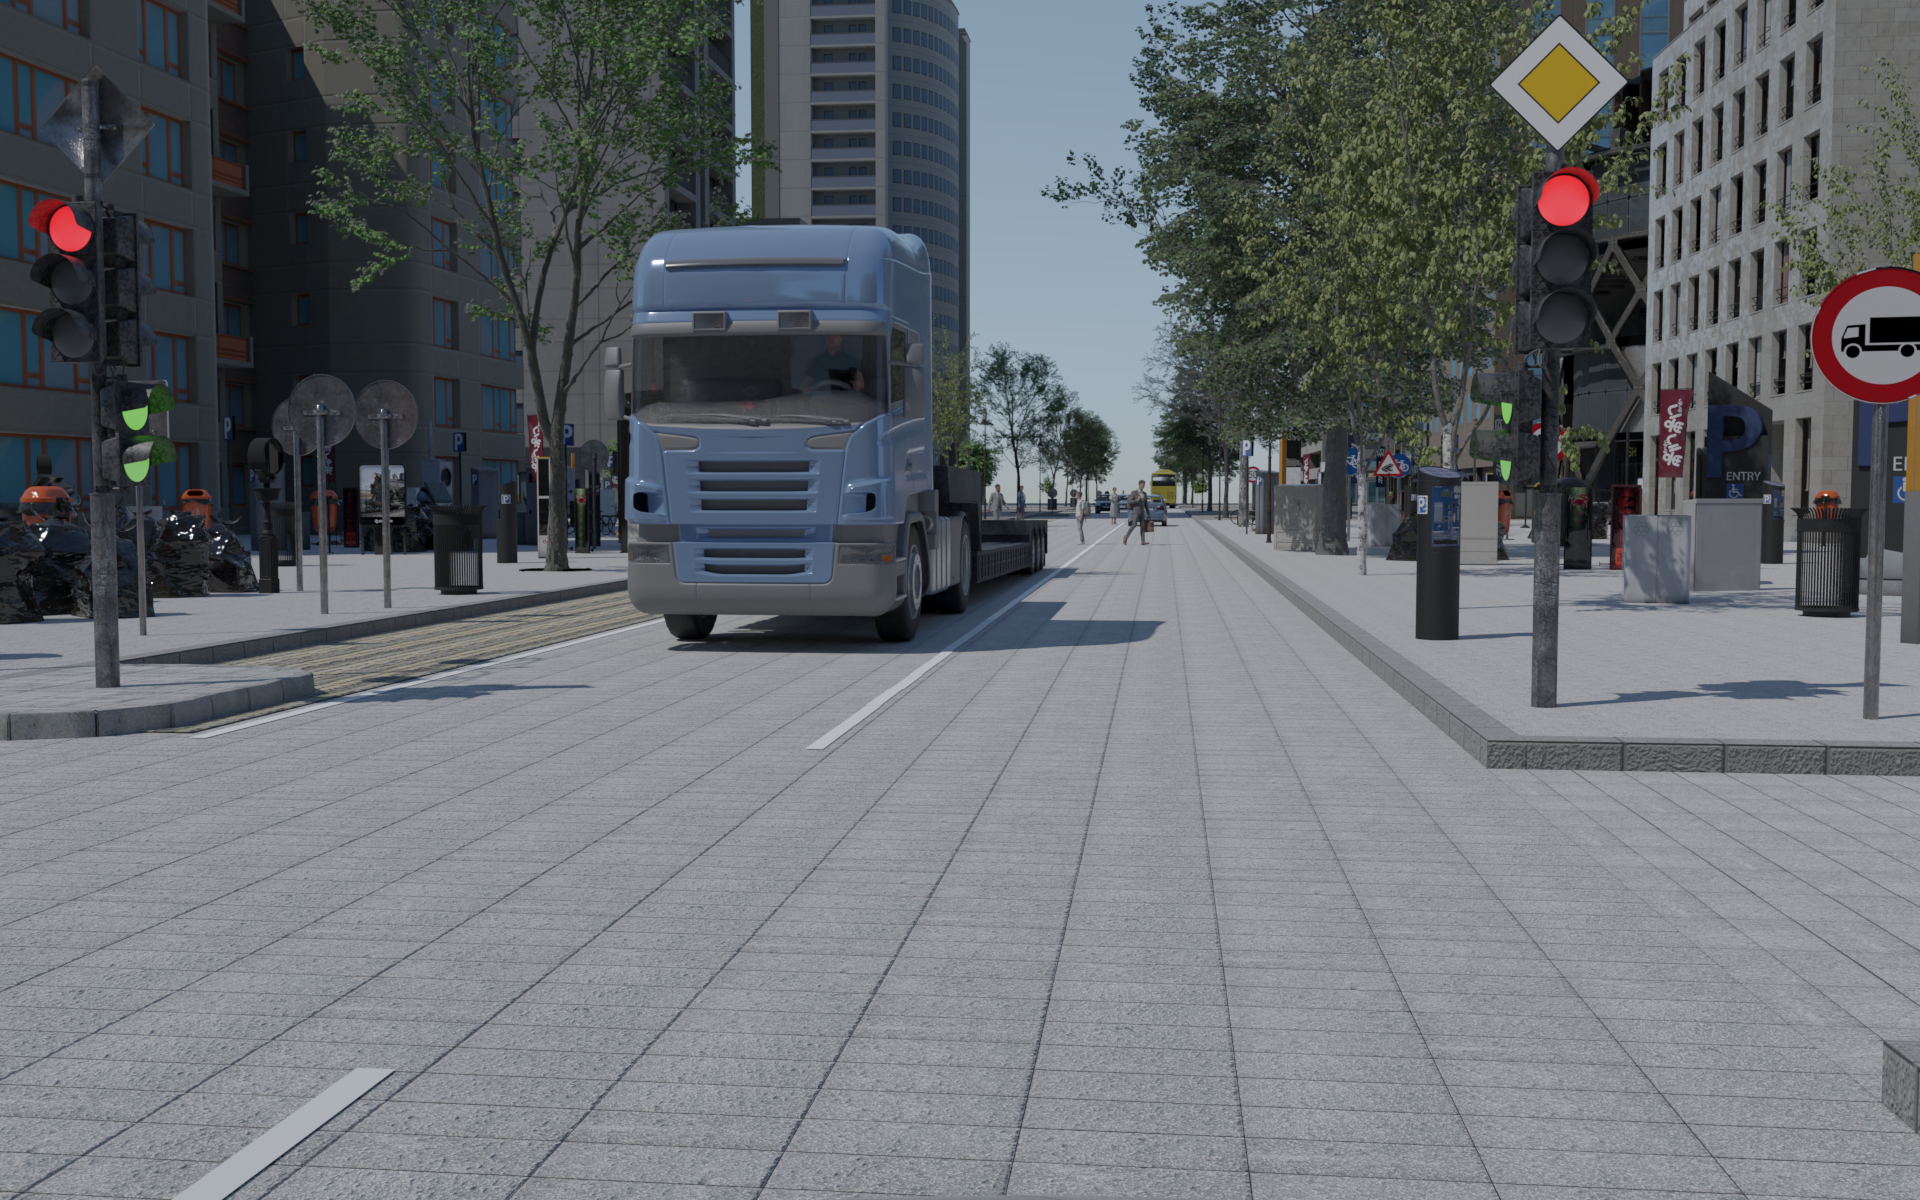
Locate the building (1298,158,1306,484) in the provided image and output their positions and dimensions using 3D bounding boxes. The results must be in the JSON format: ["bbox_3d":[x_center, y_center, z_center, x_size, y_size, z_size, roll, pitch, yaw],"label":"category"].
[{"bbox_3d":[53.528,-36.109,214.077,21.300,48.544,21.600,0,4,7],"label":"building"}]

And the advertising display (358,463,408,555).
[{"bbox_3d":[-12.166,-1.915,36.517,0.974,1.923,0.123,-1,4,-9],"label":"advertising display"}]

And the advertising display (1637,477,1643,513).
[{"bbox_3d":[26.278,-3.737,66.305,0.123,1.923,0.974,-1,4,-18],"label":"advertising display"}]

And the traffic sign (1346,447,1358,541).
[{"bbox_3d":[10.566,-2.870,47.027,0.768,2.556,0.104,1,4,15],"label":"traffic sign"}]

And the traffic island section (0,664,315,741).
[{"bbox_3d":[-5.685,0.658,11.529,2.009,0.180,2.903,0,4,7],"label":"traffic island section"}]

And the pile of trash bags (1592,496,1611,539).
[{"bbox_3d":[17.698,-2.397,48.944,1.912,1.369,3.447,-1,4,-22],"label":"pile of trash bags"}]

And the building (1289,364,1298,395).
[{"bbox_3d":[51.375,-28.249,233.570,14.160,30.474,14.107,0,4,7],"label":"building"}]

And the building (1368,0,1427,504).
[{"bbox_3d":[43.204,-28.984,128.521,22.147,44.769,28.867,0,4,7],"label":"building"}]

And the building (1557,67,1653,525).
[{"bbox_3d":[33.912,-12.623,73.837,16.820,18.784,16.811,0,4,7],"label":"building"}]

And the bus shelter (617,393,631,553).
[{"bbox_3d":[-6.296,-3.022,40.697,1.731,3.624,6.357,0,4,7],"label":"bus shelter"}]

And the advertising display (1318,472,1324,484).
[{"bbox_3d":[10.447,-2.746,50.112,0.123,1.923,0.974,0,4,6],"label":"advertising display"}]

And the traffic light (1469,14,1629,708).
[{"bbox_3d":[3.504,-1.310,10.335,0.839,4.253,0.868,0,4,7],"label":"traffic light"}]

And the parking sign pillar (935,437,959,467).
[{"bbox_3d":[-0.641,-5.661,81.033,1.447,3.967,1.447,3,5,43],"label":"parking sign pillar"}]

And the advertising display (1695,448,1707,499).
[{"bbox_3d":[10.435,-1.175,24.433,0.123,1.923,0.974,1,4,22],"label":"advertising display"}]

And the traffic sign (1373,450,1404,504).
[{"bbox_3d":[12.605,-3.121,51.026,0.884,2.594,0.081,1,4,15],"label":"traffic sign"}]

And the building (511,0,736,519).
[{"bbox_3d":[-21.745,-40.349,97.960,20.563,71.187,20.611,0,4,7],"label":"building"}]

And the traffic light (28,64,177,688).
[{"bbox_3d":[-5.647,-1.374,11.389,0.839,4.253,0.868,0,4,7],"label":"traffic light"}]

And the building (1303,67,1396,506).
[{"bbox_3d":[50.417,-34.803,192.733,21.300,48.544,21.600,0,4,7],"label":"building"}]

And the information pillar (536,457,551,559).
[{"bbox_3d":[-8.217,-1.835,34.488,0.304,2.012,0.304,1,4,12],"label":"information pillar"}]

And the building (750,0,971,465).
[{"bbox_3d":[-10.818,-40.188,199.073,21.231,58.520,28.212,0,4,7],"label":"building"}]

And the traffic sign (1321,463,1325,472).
[{"bbox_3d":[11.911,-3.281,55.775,0.606,2.300,0.079,1,4,9],"label":"traffic sign"}]

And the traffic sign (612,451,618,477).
[{"bbox_3d":[-7.996,-2.396,41.298,0.606,2.300,0.079,1,4,9],"label":"traffic sign"}]

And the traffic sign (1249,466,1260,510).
[{"bbox_3d":[13.379,-4.834,79.145,0.768,2.556,0.104,1,4,15],"label":"traffic sign"}]

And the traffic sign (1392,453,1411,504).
[{"bbox_3d":[13.669,-3.297,54.020,0.768,2.556,0.104,1,4,10],"label":"traffic sign"}]

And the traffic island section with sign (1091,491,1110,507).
[{"bbox_3d":[15.533,-11.234,192.299,1.989,1.847,2.006,0,4,7],"label":"traffic island section with sign"}]

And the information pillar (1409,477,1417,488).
[{"bbox_3d":[19.363,-4.256,74.075,0.304,2.012,0.304,0,4,1],"label":"information pillar"}]

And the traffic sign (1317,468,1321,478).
[{"bbox_3d":[16.889,-4.893,80.110,0.768,2.556,0.104,1,4,15],"label":"traffic sign"}]

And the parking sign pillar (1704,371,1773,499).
[{"bbox_3d":[16.904,-3.008,37.659,1.447,3.967,1.447,2,4,34],"label":"parking sign pillar"}]

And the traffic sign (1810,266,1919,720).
[{"bbox_3d":[5.196,-0.593,9.804,0.768,2.556,0.104,1,4,16],"label":"traffic sign"}]

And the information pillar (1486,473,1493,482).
[{"bbox_3d":[18.609,-3.445,60.815,0.304,2.012,0.304,1,4,16],"label":"information pillar"}]

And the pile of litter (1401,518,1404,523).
[{"bbox_3d":[18.062,-3.559,72.147,1.719,0.858,1.176,0,4,-3],"label":"pile of litter"}]

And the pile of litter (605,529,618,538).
[{"bbox_3d":[-9.615,-2.258,50.876,1.719,0.858,1.176,-1,4,-15],"label":"pile of litter"}]

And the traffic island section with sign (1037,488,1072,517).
[{"bbox_3d":[5.965,-6.249,110.791,1.989,1.847,2.006,0,4,7],"label":"traffic island section with sign"}]

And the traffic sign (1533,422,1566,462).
[{"bbox_3d":[10.206,-1.841,30.203,0.768,2.556,0.104,1,4,14],"label":"traffic sign"}]

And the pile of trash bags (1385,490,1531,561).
[{"bbox_3d":[9.937,-1.487,34.069,1.912,1.369,3.447,3,5,43],"label":"pile of trash bags"}]

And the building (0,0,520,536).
[{"bbox_3d":[-30.963,-12.459,48.750,27.650,21.520,28.899,0,4,7],"label":"building"}]

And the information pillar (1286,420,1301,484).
[{"bbox_3d":[10.335,-3.820,53.816,0.504,3.616,0.183,1,4,23],"label":"information pillar"}]

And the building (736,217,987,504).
[{"bbox_3d":[-13.245,-32.677,226.148,32.217,40.220,23.993,0,4,7],"label":"building"}]

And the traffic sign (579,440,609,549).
[{"bbox_3d":[-8.566,-2.471,40.512,0.768,2.556,0.104,1,4,16],"label":"traffic sign"}]

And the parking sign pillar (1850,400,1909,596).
[{"bbox_3d":[12.176,-2.062,22.190,1.447,3.967,1.447,2,4,32],"label":"parking sign pillar"}]

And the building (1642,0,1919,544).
[{"bbox_3d":[28.360,-12.058,51.897,10.420,20.320,16.860,0,4,7],"label":"building"}]

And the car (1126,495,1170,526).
[{"bbox_3d":[8.481,-4.050,78.214,2.014,1.417,4.499,0,4,7],"label":"car"}]

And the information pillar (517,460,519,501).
[{"bbox_3d":[-19.245,-5.105,74.829,0.183,3.616,0.504,1,4,17],"label":"information pillar"}]

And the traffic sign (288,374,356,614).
[{"bbox_3d":[-6.797,-1.122,18.449,0.768,2.556,0.104,0,4,7],"label":"traffic sign"}]

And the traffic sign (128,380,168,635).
[{"bbox_3d":[-7.408,-0.827,15.649,0.606,2.300,0.079,1,4,16],"label":"traffic sign"}]

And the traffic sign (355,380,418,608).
[{"bbox_3d":[-6.437,-1.180,19.406,0.768,2.556,0.104,1,4,9],"label":"traffic sign"}]

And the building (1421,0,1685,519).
[{"bbox_3d":[36.909,-27.966,107.351,14.600,45.320,14.200,0,4,7],"label":"building"}]

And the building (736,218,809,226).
[{"bbox_3d":[-22.050,-17.092,124.489,27.650,21.520,28.899,0,4,7],"label":"building"}]

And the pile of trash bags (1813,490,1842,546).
[{"bbox_3d":[22.525,-1.970,41.962,3.447,1.369,1.912,3,5,40],"label":"pile of trash bags"}]

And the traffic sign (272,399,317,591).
[{"bbox_3d":[-8.718,-1.388,22.801,0.768,2.556,0.104,1,4,12],"label":"traffic sign"}]

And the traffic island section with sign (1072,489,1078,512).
[{"bbox_3d":[9.127,-7.893,137.682,1.989,1.847,2.006,0,4,7],"label":"traffic island section with sign"}]
